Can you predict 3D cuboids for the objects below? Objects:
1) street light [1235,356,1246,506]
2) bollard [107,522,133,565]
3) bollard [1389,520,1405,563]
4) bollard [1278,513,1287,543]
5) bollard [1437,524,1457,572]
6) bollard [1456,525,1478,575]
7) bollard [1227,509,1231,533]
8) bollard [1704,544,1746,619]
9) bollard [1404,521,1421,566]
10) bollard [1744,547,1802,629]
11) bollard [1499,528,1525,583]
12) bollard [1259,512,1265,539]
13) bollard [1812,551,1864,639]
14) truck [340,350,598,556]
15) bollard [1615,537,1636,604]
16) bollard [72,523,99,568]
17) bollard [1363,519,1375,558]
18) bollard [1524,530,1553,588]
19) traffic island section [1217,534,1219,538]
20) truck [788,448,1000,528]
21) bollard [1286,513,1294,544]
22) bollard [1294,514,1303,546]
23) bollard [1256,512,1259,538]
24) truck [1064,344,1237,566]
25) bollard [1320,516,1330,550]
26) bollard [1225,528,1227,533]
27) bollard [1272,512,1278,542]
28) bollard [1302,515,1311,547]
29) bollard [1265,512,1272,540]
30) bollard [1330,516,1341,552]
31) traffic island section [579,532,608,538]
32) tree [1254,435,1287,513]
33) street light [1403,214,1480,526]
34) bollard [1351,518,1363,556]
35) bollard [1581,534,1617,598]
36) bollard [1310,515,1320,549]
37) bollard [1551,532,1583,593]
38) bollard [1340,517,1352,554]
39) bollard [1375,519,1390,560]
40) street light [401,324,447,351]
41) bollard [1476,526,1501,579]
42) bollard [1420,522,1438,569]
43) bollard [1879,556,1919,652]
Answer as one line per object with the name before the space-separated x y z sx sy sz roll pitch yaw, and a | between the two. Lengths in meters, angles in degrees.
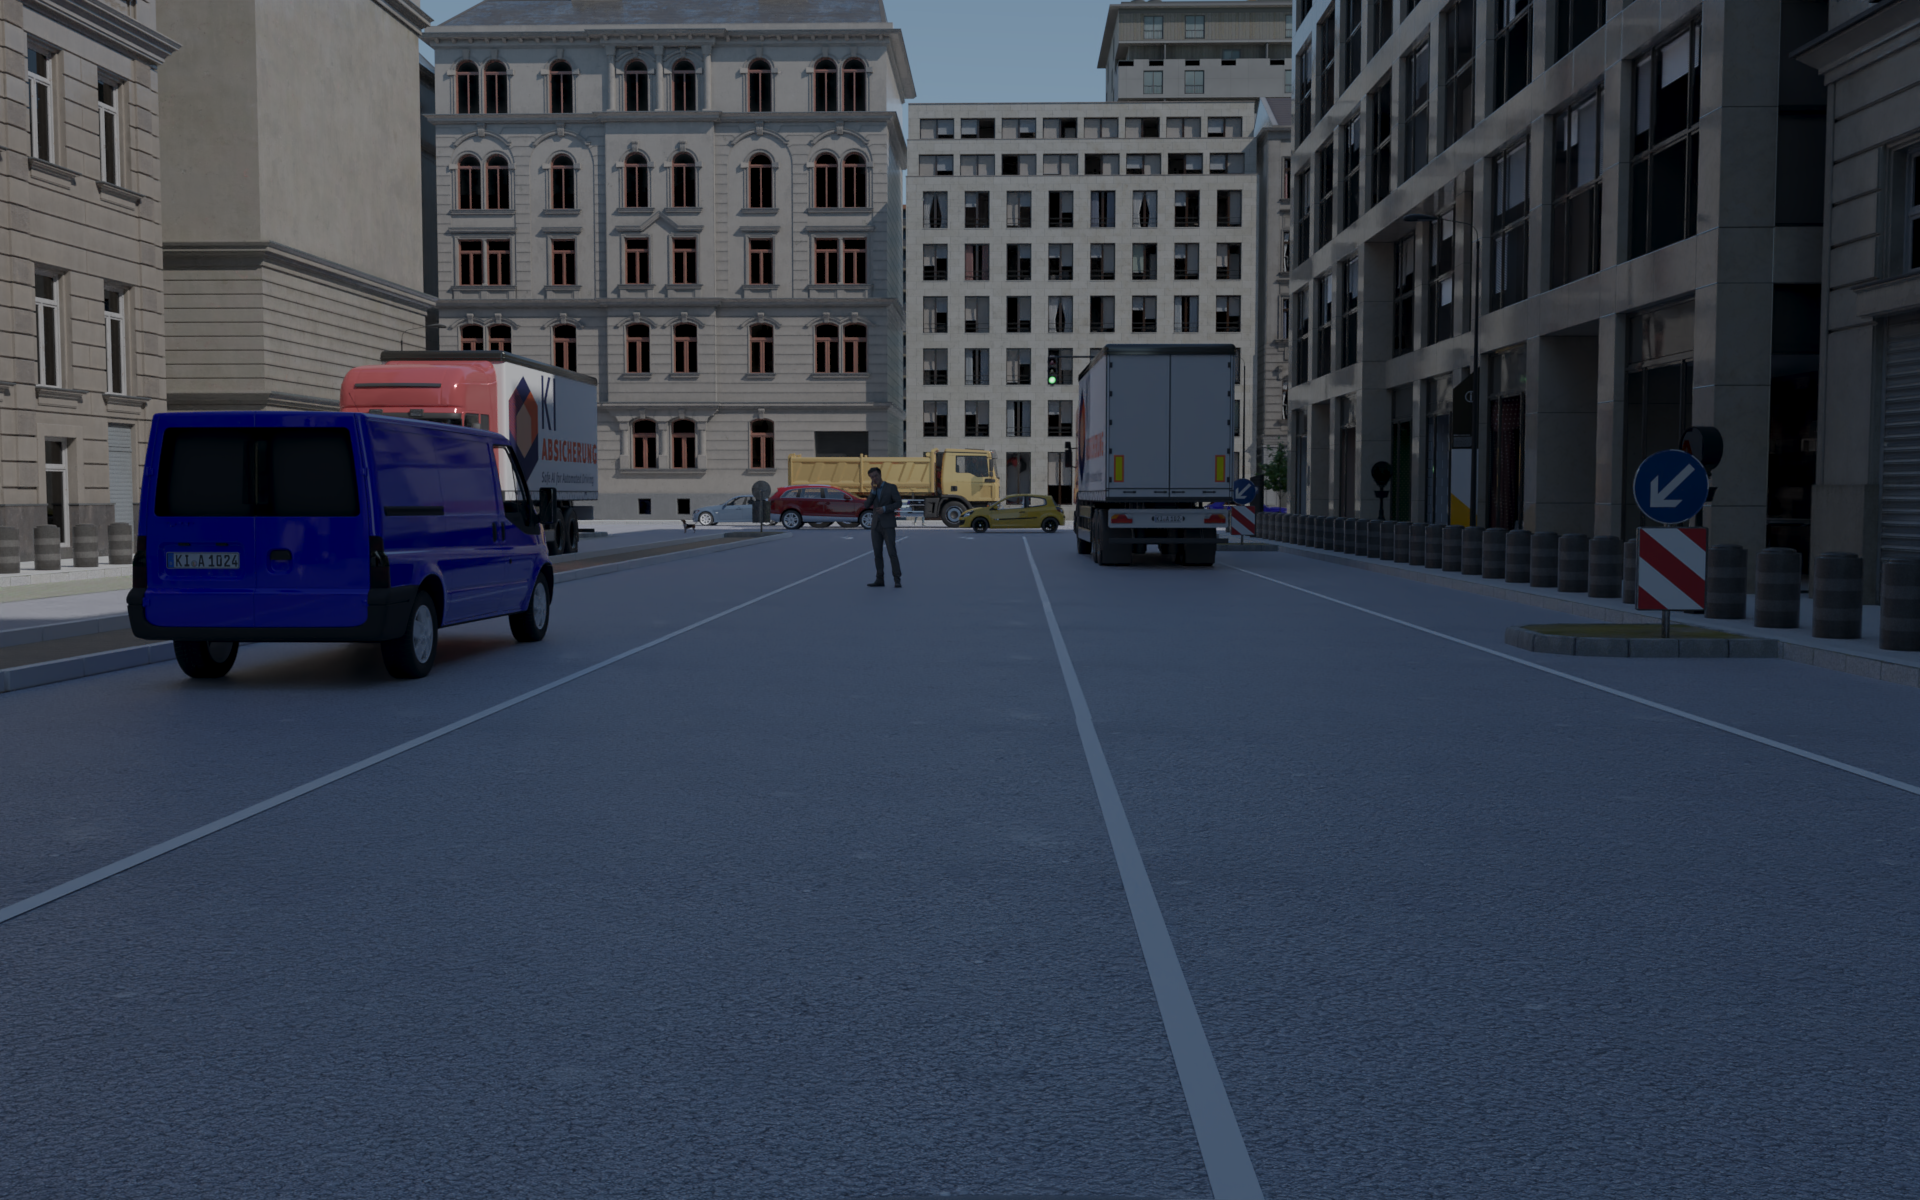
street light | 8.774 -5.157 56.857 1.470 5.913 1.316 0 4 2
bollard | -15.327 -1.033 31.607 0.404 0.777 0.398 0 3 0
bollard | 8.328 -1.082 32.411 0.404 0.777 0.398 0 3 0
bollard | 8.708 -1.896 45.711 0.404 0.777 0.398 0 3 0
bollard | 8.221 -0.860 28.774 0.404 0.777 0.398 0 3 0
bollard | 8.192 -0.786 27.562 0.404 0.777 0.398 0 3 0
bollard | 9.018 -2.559 56.555 0.404 0.777 0.398 0 3 0
bollard | 7.913 -0.194 17.892 0.404 0.777 0.398 0 3 0
bollard | 8.298 -1.008 31.193 0.404 0.777 0.398 0 3 0
bollard | 7.876 -0.120 16.682 0.404 0.777 0.398 0 3 0
bollard | 8.122 -0.636 25.121 0.404 0.777 0.398 0 3 0
bollard | 8.817 -2.116 49.315 0.404 0.777 0.398 0 3 0
bollard | 7.843 -0.046 15.474 0.404 0.777 0.398 0 3 0
truck | -10.037 -2.888 36.128 2.839 4.237 11.283 0 4 1
bollard | 7.984 -0.341 20.294 0.404 0.777 0.398 0 3 0
bollard | -15.355 -0.960 30.406 0.404 0.777 0.398 0 3 0
bollard | 8.397 -1.231 34.838 0.404 0.777 0.398 0 3 0
bollard | 8.087 -0.563 23.920 0.404 0.777 0.398 0 3 0
traffic island section | 7.367 -2.125 57.024 2.009 0.180 2.903 0 4 2
truck | -2.331 -4.773 73.957 9.791 3.379 3.469 0 4 1
bollard | 8.676 -1.822 44.510 0.404 0.777 0.398 0 3 0
bollard | 8.640 -1.747 43.288 0.404 0.777 0.398 0 3 0
bollard | 8.847 -2.190 50.516 0.404 0.777 0.398 0 3 0
truck | 3.945 -2.996 37.892 2.839 4.237 11.283 0 4 0
bollard | 8.535 -1.526 39.672 0.404 0.777 0.398 0 3 0
bollard | 9.053 -2.632 57.756 0.404 0.777 0.398 0 3 0
bollard | 8.742 -1.969 46.913 0.404 0.777 0.398 0 3 0
bollard | 8.605 -1.674 42.085 0.404 0.777 0.398 0 3 0
bollard | 8.779 -2.043 48.114 0.404 0.777 0.398 0 3 0
bollard | 8.501 -1.451 38.448 0.404 0.777 0.398 0 3 0
traffic island section | -12.916 -2.161 57.607 2.009 0.180 2.903 0 4 2
tree | 10.518 -3.822 57.098 1.663 3.219 1.824 0 3 0
street light | 8.043 -3.445 28.871 1.470 5.913 1.316 0 4 2
bollard | 8.432 -1.304 36.039 0.404 0.777 0.398 0 3 0
bollard | 8.017 -0.416 21.511 0.404 0.777 0.398 0 3 0
bollard | 8.571 -1.600 40.879 0.404 0.777 0.398 0 3 0
bollard | 8.053 -0.489 22.712 0.404 0.777 0.398 0 3 0
bollard | 8.464 -1.378 37.240 0.404 0.777 0.398 0 3 0
bollard | 8.363 -1.157 33.630 0.404 0.777 0.398 0 3 0
street light | -14.700 -4.579 47.407 1.470 5.913 1.316 0 4 2
bollard | 8.155 -0.711 26.344 0.404 0.777 0.398 0 3 0
bollard | 8.257 -0.933 29.977 0.404 0.777 0.398 0 3 0
bollard | 7.811 0.027 14.272 0.404 0.777 0.398 0 3 0
